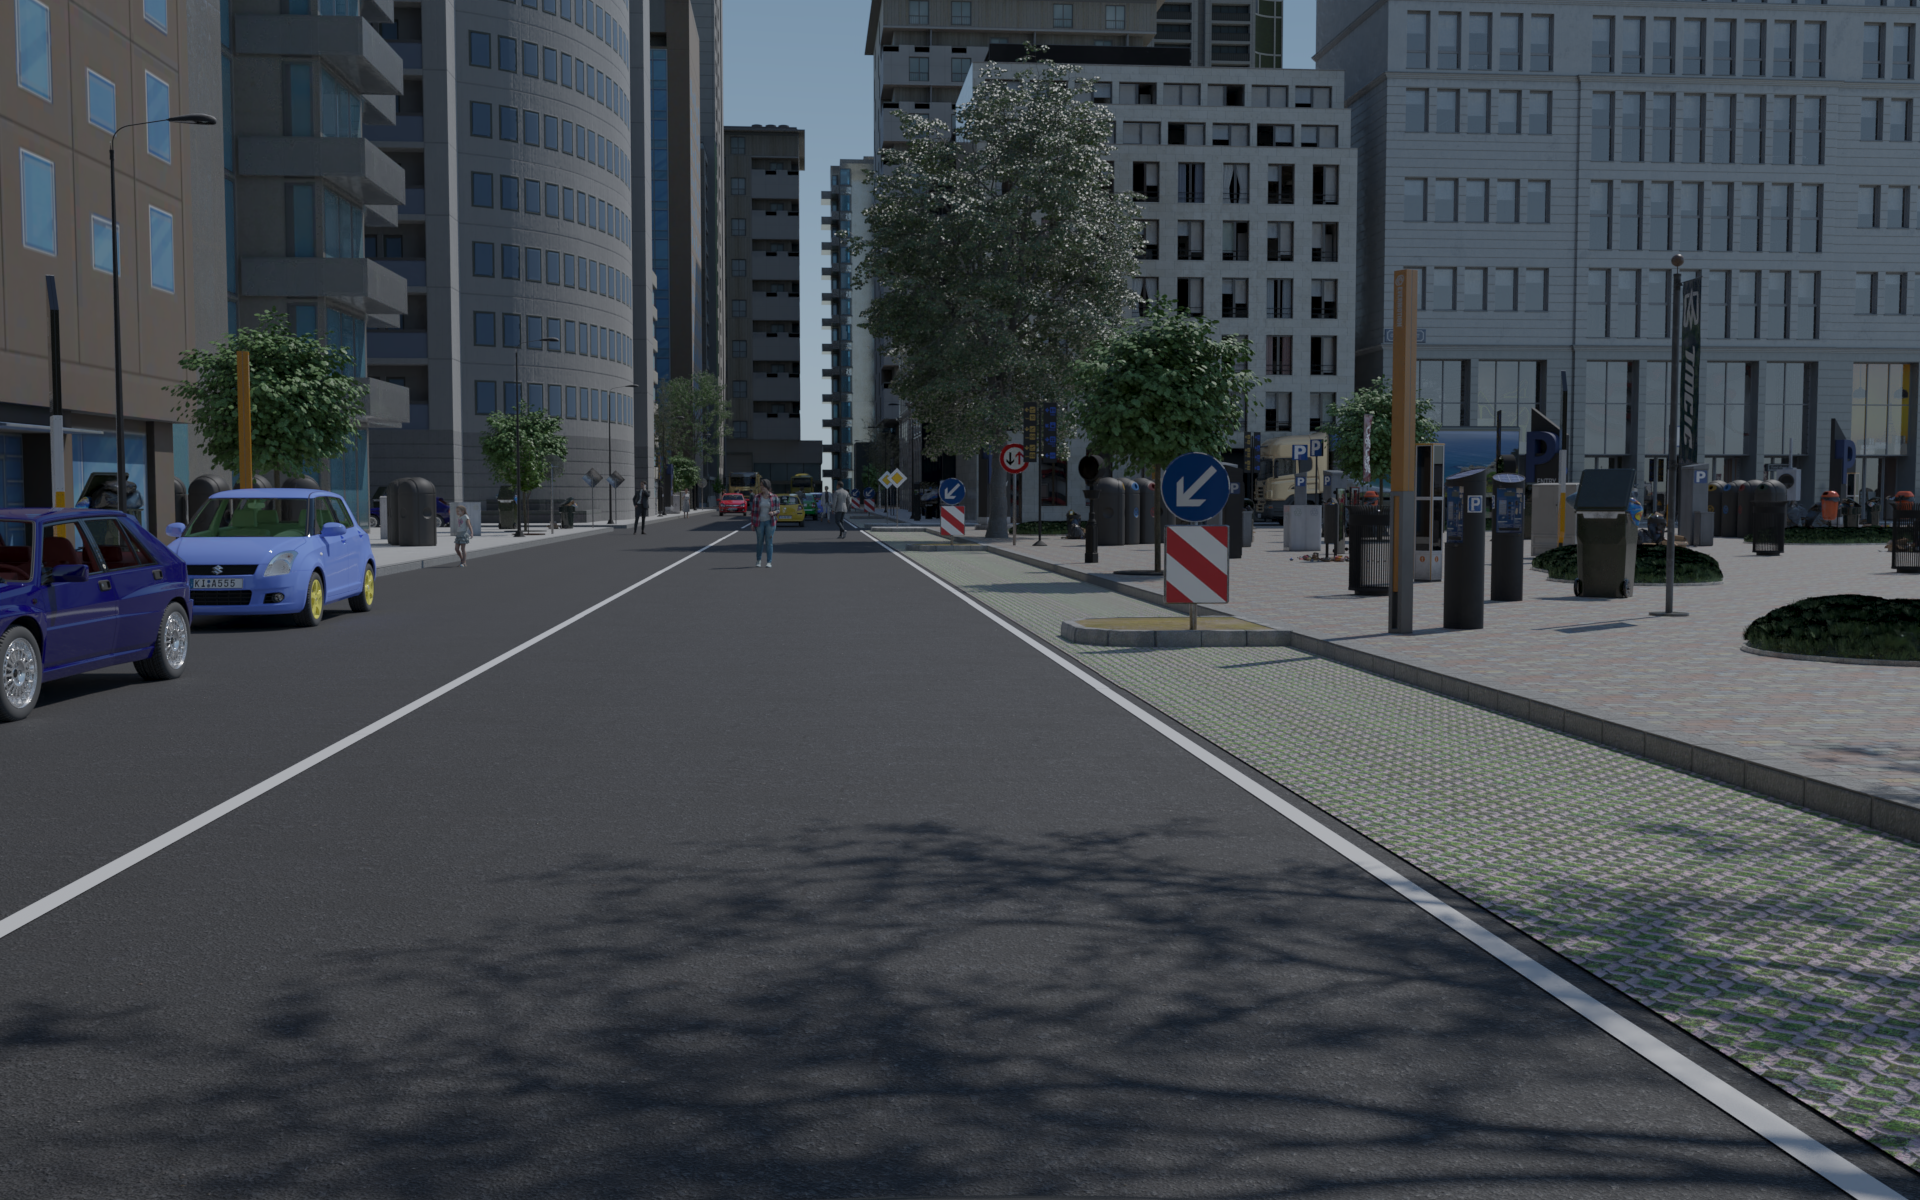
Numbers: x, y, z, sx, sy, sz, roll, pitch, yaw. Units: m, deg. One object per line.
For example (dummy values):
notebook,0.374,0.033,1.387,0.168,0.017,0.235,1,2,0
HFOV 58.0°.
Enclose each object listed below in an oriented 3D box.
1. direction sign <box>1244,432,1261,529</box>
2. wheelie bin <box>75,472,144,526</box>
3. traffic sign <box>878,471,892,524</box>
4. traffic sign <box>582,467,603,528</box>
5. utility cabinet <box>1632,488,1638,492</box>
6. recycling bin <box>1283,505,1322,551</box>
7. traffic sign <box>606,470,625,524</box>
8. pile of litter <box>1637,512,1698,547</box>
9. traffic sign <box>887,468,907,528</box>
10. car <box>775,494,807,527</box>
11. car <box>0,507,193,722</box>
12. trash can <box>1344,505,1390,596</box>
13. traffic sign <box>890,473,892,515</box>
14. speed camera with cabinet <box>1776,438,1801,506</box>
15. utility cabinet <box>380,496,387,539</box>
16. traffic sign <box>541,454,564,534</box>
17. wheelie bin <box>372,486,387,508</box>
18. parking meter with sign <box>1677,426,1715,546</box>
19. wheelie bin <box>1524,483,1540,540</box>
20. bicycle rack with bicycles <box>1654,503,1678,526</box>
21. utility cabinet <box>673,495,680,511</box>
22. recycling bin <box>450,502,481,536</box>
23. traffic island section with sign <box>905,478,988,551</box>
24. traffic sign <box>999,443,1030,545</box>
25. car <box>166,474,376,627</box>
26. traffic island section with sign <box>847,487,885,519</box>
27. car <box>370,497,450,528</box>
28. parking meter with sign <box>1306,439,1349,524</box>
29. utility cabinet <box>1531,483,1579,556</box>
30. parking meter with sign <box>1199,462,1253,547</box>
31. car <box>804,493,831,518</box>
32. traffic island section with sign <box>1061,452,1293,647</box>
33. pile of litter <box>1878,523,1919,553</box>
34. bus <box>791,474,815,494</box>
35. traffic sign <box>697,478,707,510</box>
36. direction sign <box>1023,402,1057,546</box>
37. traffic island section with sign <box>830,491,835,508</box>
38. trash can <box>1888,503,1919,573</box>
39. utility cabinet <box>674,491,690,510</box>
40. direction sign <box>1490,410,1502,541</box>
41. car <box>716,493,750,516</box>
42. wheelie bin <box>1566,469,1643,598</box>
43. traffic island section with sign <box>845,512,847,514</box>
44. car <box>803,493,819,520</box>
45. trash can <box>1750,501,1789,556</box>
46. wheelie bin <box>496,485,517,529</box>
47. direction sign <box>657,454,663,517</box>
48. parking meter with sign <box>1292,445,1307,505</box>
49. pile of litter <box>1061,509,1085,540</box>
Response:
direction sign,10.623,-4.344,63.021,0.876,3.537,0.379,-3,5,-40
wheelie bin,-12.168,-1.039,24.891,0.693,1.594,0.980,1,4,22
traffic sign,-3.122,-4.323,74.319,0.795,2.450,0.064,0,4,-5
traffic sign,-13.861,-3.775,65.366,0.795,2.450,0.064,0,4,-5
utility cabinet,24.869,-3.459,65.230,1.173,1.500,0.318,3,5,44
recycling bin,7.753,-1.632,39.236,0.722,1.027,0.722,0,4,-1
traffic sign,-14.573,-4.262,73.319,0.795,2.450,0.064,0,4,-5
pile of litter,16.894,-1.685,41.520,1.719,0.858,1.176,0,4,-2
traffic sign,-2.411,-3.836,66.366,0.795,2.450,0.064,0,4,-5
car,-7.762,-4.065,76.694,2.015,1.641,3.980,0,4,-6
car,-6.848,0.031,12.072,1.945,1.354,3.894,0,4,-3
trash can,5.250,-0.633,22.003,0.748,1.137,0.748,0,3,0
traffic sign,-4.214,-6.450,105.559,0.768,2.556,0.104,0,4,-5
speed camera with cabinet,28.707,-4.111,61.554,2.038,3.252,0.660,3,5,41
utility cabinet,-15.962,-2.333,49.299,1.020,1.237,0.306,-1,4,-13
traffic sign,-13.105,-3.395,55.611,0.768,2.556,0.104,0,4,-3
wheelie bin,-24.024,-3.928,72.133,0.980,1.594,0.693,3,4,39
parking meter with sign,18.376,-2.881,43.357,0.543,3.016,1.738,0,4,0
wheelie bin,16.226,-2.516,49.052,0.980,1.594,0.693,-3,4,-36
bicycle rack with bicycles,27.967,-3.209,65.857,2.852,0.926,2.925,0,4,2
utility cabinet,-19.549,-6.520,117.767,1.020,1.237,0.306,-3,5,-44
recycling bin,-15.244,-2.497,53.388,0.722,1.027,0.722,-3,5,-41
traffic island section with sign,-0.368,-2.156,43.886,1.989,1.847,2.006,0,4,-5
traffic sign,1.361,-2.636,43.208,0.768,2.556,0.104,0,4,-3
car,-7.893,-0.621,19.743,1.945,1.707,3.694,0,4,-6
traffic island section with sign,-5.365,-5.574,99.757,1.989,1.847,2.006,0,4,-5
car,-22.271,-3.490,69.640,3.894,1.354,1.945,0,4,-7
parking meter with sign,12.039,-3.622,55.488,1.738,3.016,0.543,-2,4,-31
utility cabinet,11.949,-1.585,34.598,0.318,1.500,1.173,-2,4,-26
parking meter with sign,6.277,-2.756,41.316,1.738,3.016,0.543,-3,5,-42
car,-8.816,-5.892,105.920,1.945,1.707,3.694,0,4,-5
traffic island section with sign,2.040,-0.514,17.038,1.989,1.847,2.006,0,4,-5
pile of litter,21.158,-1.501,38.506,1.719,0.858,1.176,-1,4,-9
bus,-19.137,-13.386,210.404,2.896,3.916,12.252,0,4,-4
traffic sign,-20.334,-8.353,136.682,0.768,2.556,0.104,0,4,-4
direction sign,1.972,-3.102,42.719,0.876,3.537,0.379,-1,4,-20
traffic island section with sign,-12.173,-10.222,175.750,1.989,1.847,2.006,0,4,-5
trash can,15.513,-1.011,28.186,0.748,1.137,0.748,0,3,0
utility cabinet,-21.493,-7.655,133.832,1.173,1.500,0.318,-2,4,-29
direction sign,14.618,-3.368,47.057,0.379,3.537,0.876,1,4,11
car,-14.926,-6.413,113.896,2.155,1.783,4.494,0,4,-7
wheelie bin,8.060,-0.840,21.640,0.980,1.594,0.693,3,4,36
traffic island section with sign,-7.787,-7.231,126.856,1.989,1.847,2.006,0,4,-5
car,-8.736,-5.295,95.372,1.959,1.807,4.718,0,4,-5
trash can,16.876,-1.498,36.138,0.748,1.137,0.748,0,3,0
wheelie bin,-16.491,-3.386,63.262,0.980,1.594,0.693,1,4,9
direction sign,-16.981,-6.481,97.965,0.379,3.537,0.876,0,4,-1
parking meter with sign,11.807,-3.909,60.176,0.543,3.016,1.738,1,4,10
pile of litter,3.474,-2.173,49.499,1.176,0.858,1.719,0,4,3
